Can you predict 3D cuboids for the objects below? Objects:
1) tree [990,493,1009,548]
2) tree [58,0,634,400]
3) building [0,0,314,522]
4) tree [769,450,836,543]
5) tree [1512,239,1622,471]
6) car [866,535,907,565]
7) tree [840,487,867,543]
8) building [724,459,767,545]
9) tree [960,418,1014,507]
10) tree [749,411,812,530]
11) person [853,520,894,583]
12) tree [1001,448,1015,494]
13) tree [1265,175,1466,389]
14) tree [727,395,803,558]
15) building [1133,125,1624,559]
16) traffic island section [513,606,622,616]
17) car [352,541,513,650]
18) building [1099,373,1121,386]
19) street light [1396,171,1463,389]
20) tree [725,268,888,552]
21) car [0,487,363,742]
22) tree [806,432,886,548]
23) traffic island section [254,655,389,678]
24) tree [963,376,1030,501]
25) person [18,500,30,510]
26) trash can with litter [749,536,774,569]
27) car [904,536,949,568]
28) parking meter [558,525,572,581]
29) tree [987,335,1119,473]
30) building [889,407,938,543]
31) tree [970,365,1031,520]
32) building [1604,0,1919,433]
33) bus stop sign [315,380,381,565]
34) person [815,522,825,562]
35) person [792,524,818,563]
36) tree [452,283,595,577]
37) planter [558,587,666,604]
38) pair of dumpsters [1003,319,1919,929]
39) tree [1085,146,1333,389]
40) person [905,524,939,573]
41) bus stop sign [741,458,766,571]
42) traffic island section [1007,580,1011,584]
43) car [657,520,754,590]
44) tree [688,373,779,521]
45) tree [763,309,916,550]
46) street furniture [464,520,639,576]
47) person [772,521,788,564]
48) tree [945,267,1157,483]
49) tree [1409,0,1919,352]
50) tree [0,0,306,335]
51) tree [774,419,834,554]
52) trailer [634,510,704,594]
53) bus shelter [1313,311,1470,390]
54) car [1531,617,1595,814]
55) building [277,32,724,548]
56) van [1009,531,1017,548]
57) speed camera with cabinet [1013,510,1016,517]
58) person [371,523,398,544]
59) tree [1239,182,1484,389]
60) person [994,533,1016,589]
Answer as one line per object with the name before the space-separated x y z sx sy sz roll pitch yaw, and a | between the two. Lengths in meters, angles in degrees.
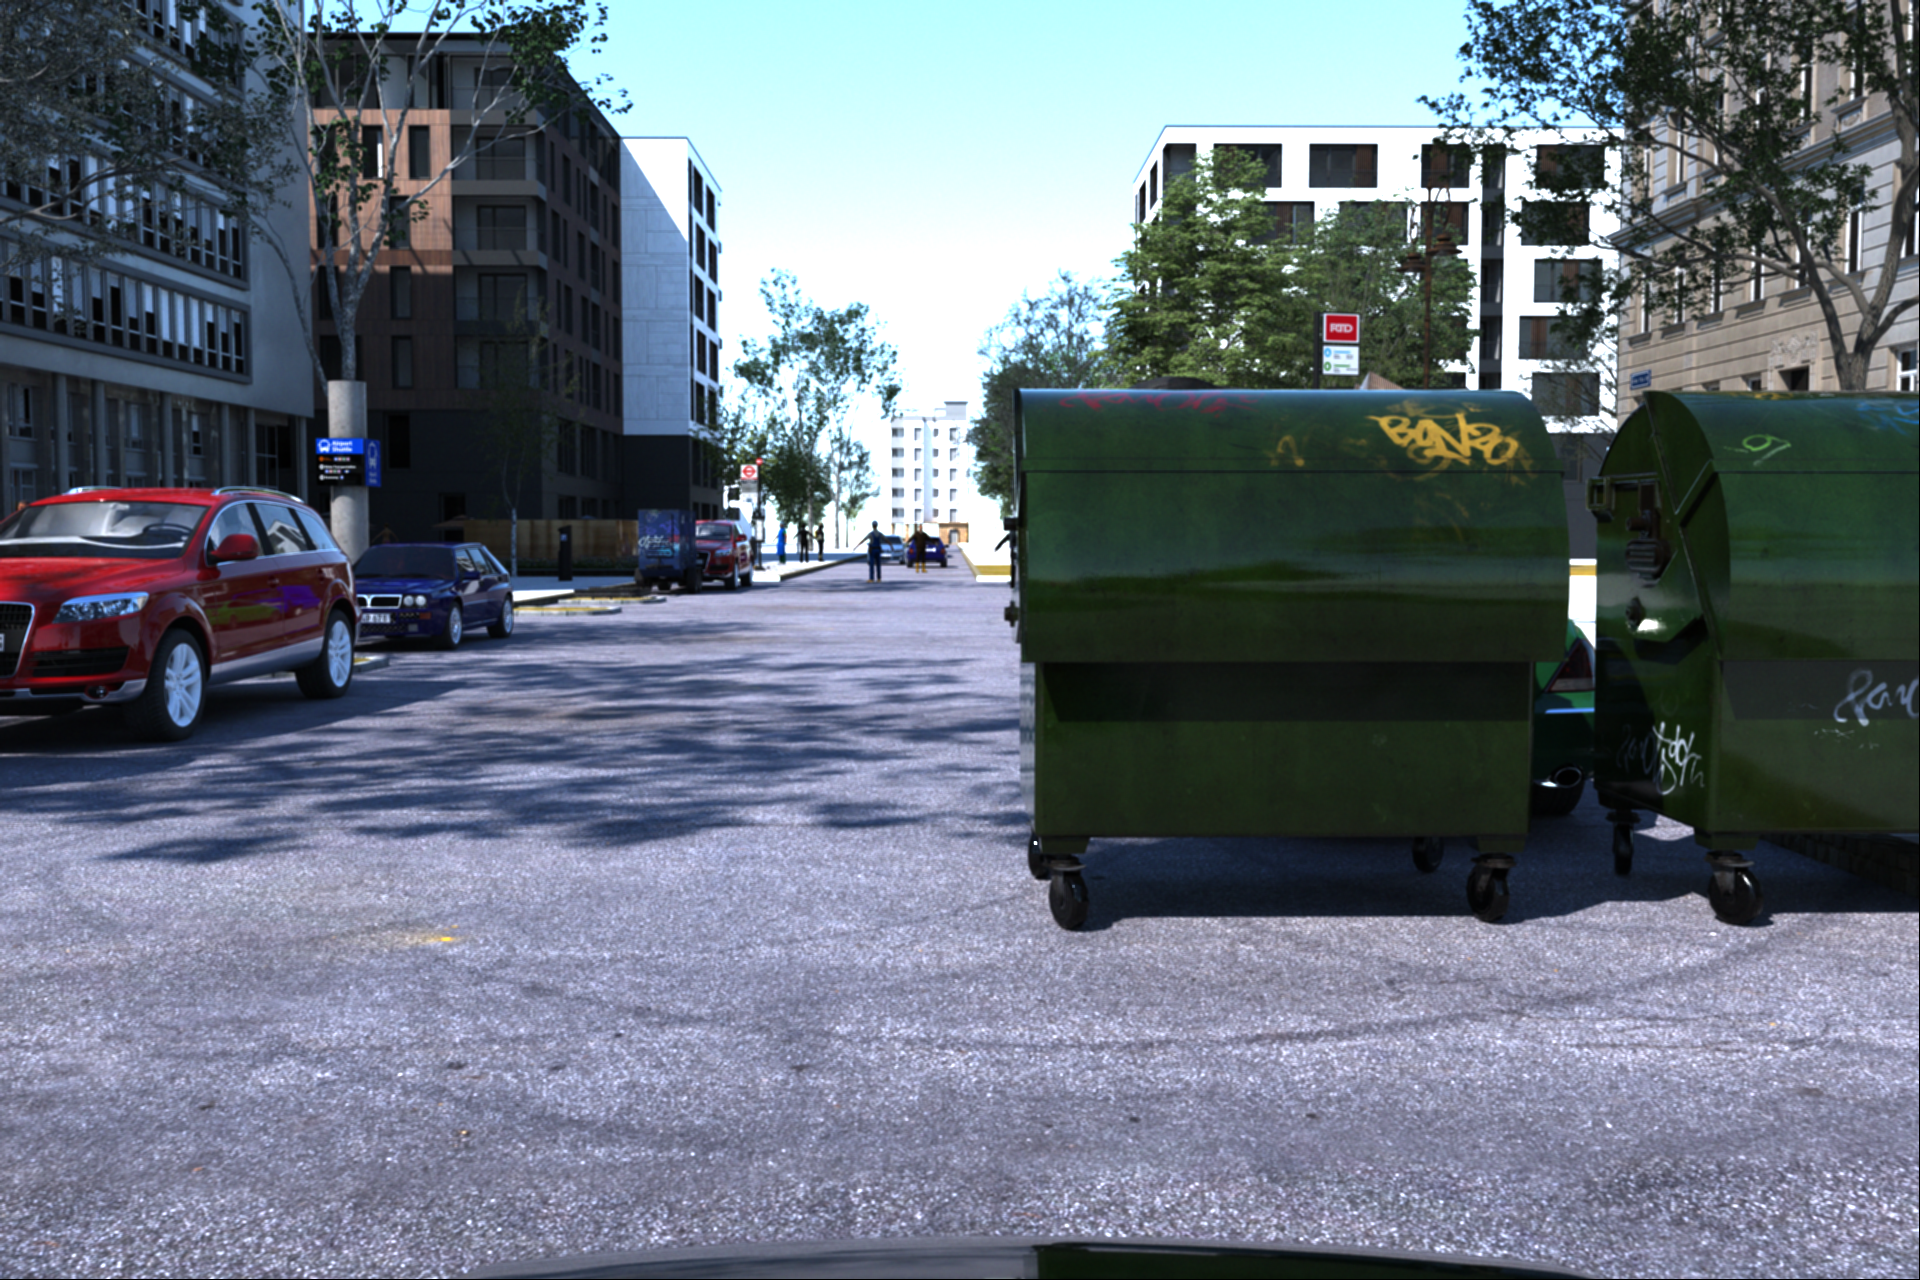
tree | 4.098 -12.574 155.939 4.360 8.622 3.978 0 3 0
tree | -13.685 -11.219 39.314 12.611 20.169 13.585 0 3 0
building | -32.782 -14.365 42.467 19.016 26.051 41.698 0 3 0
tree | -22.986 -21.039 250.646 9.857 13.997 8.962 0 3 0
tree | 27.028 -9.690 68.809 12.009 13.543 11.850 0 3 0
car | -3.450 -4.285 82.065 2.014 1.417 4.499 0 4 -1
tree | -15.379 -18.305 249.641 4.737 8.622 4.395 0 3 0
building | -27.643 -16.260 208.000 9.099 9.664 28.070 0 3 0
tree | 5.036 -14.479 147.105 12.009 13.543 11.850 0 3 0
tree | -10.569 -9.342 103.105 4.737 8.622 4.395 0 3 0
person | -2.530 -2.629 51.305 1.347 1.847 0.705 -2 4 -28
tree | 4.407 -9.666 108.393 4.737 8.622 4.395 0 3 0
tree | 7.838 -5.271 36.542 4.360 8.622 3.978 0 3 0
tree | -10.709 -8.723 92.977 4.737 8.622 4.395 0 3 0
building | 23.975 -15.864 103.359 27.936 21.610 32.646 0 4 -1
traffic island section | -7.198 -0.514 31.275 1.991 0.108 1.994 0 4 0
car | -7.092 -0.615 22.635 1.945 1.354 3.894 0 3 0
building | 23.120 -20.289 198.188 16.747 18.905 31.486 0 4 -1
street light | 6.074 -3.045 22.570 0.468 5.910 1.993 0 4 0
tree | -12.340 -16.521 126.000 12.611 20.169 13.585 0 3 0
car | -6.400 -0.303 13.624 2.281 1.827 5.304 0 4 -1
tree | -10.551 -13.734 158.964 8.767 10.594 7.601 1 4 19
traffic island section | -7.179 0.280 18.286 1.991 0.108 1.994 0 4 0
tree | 4.624 -10.101 99.565 8.767 10.594 7.601 -1 4 -20
person | -15.426 -1.384 28.542 0.709 1.838 0.599 -1 4 -16
trash can with litter | -7.487 -3.227 63.813 1.678 1.210 2.233 0 4 -1
car | -1.433 -3.805 74.788 1.945 1.354 3.894 0 4 -1
parking meter | -10.822 -2.388 47.462 0.372 1.533 0.369 0 3 0
tree | 5.014 -10.050 90.068 9.928 11.665 9.643 0 3 0
building | -9.905 -23.885 249.394 11.380 20.090 16.016 0 4 4
tree | 5.235 -13.436 126.335 9.857 13.997 8.962 0 3 0
building | 27.510 -15.154 45.030 12.463 27.353 25.104 0 4 -1
bus stop sign | -10.586 -2.508 30.023 0.837 3.901 0.837 0 4 0
person | -6.422 -4.560 80.343 0.705 1.856 1.354 0 4 -2
person | -6.906 -4.299 77.003 1.216 1.740 0.721 1 4 11
tree | -13.463 -6.181 51.418 4.360 8.622 3.978 0 3 0
planter | -7.231 -0.928 36.313 1.991 0.319 1.994 0 4 -1
pair of dumpsters | 2.386 -0.112 6.790 4.436 2.255 1.574 0 4 -1
tree | 7.450 -8.170 51.708 7.486 12.596 7.792 0 3 0
person | -1.450 -3.421 64.533 1.346 1.812 0.704 -1 4 -21
bus stop sign | -7.248 -4.408 60.768 0.855 3.939 0.416 0 4 1
traffic island section | 2.355 -1.655 49.928 1.991 0.108 1.994 0 4 0
car | -6.692 -2.270 45.786 2.281 1.827 5.304 0 3 0
tree | -10.560 -7.948 80.306 4.737 8.622 4.395 0 3 0
tree | -9.938 -17.631 144.161 12.611 20.169 13.585 0 3 0
street furniture | -11.892 -2.909 54.421 11.010 1.723 9.812 0 4 0
person | -7.583 -4.116 73.420 0.704 1.817 1.347 -2 4 -31
tree | 4.861 -10.307 78.882 12.009 13.543 11.850 0 3 0
tree | 8.581 -5.025 16.577 8.767 10.594 7.601 0 4 -6
tree | -12.845 -6.605 18.363 12.009 13.543 11.850 0 3 0
tree | -10.355 -9.869 111.725 4.737 8.622 4.395 0 3 0
trailer | -7.014 -2.080 41.064 1.471 1.999 3.904 0 4 0
bus shelter | 6.198 -3.137 28.929 2.179 5.291 8.768 0 4 0
car | 2.239 0.092 10.293 2.131 1.459 4.920 0 4 0
building | -27.919 -14.872 87.137 27.936 21.610 32.646 0 4 -1
van | 2.152 -1.838 34.435 2.240 2.365 5.245 0 4 -1
speed camera with cabinet | 2.334 -4.298 64.603 0.660 3.252 2.038 0 4 0
person | -23.027 -3.829 69.410 0.721 1.733 1.217 3 4 38
tree | 14.401 -9.612 63.815 9.857 13.997 8.962 0 3 0
person | 1.522 -2.272 45.537 1.347 1.837 0.705 1 4 15
